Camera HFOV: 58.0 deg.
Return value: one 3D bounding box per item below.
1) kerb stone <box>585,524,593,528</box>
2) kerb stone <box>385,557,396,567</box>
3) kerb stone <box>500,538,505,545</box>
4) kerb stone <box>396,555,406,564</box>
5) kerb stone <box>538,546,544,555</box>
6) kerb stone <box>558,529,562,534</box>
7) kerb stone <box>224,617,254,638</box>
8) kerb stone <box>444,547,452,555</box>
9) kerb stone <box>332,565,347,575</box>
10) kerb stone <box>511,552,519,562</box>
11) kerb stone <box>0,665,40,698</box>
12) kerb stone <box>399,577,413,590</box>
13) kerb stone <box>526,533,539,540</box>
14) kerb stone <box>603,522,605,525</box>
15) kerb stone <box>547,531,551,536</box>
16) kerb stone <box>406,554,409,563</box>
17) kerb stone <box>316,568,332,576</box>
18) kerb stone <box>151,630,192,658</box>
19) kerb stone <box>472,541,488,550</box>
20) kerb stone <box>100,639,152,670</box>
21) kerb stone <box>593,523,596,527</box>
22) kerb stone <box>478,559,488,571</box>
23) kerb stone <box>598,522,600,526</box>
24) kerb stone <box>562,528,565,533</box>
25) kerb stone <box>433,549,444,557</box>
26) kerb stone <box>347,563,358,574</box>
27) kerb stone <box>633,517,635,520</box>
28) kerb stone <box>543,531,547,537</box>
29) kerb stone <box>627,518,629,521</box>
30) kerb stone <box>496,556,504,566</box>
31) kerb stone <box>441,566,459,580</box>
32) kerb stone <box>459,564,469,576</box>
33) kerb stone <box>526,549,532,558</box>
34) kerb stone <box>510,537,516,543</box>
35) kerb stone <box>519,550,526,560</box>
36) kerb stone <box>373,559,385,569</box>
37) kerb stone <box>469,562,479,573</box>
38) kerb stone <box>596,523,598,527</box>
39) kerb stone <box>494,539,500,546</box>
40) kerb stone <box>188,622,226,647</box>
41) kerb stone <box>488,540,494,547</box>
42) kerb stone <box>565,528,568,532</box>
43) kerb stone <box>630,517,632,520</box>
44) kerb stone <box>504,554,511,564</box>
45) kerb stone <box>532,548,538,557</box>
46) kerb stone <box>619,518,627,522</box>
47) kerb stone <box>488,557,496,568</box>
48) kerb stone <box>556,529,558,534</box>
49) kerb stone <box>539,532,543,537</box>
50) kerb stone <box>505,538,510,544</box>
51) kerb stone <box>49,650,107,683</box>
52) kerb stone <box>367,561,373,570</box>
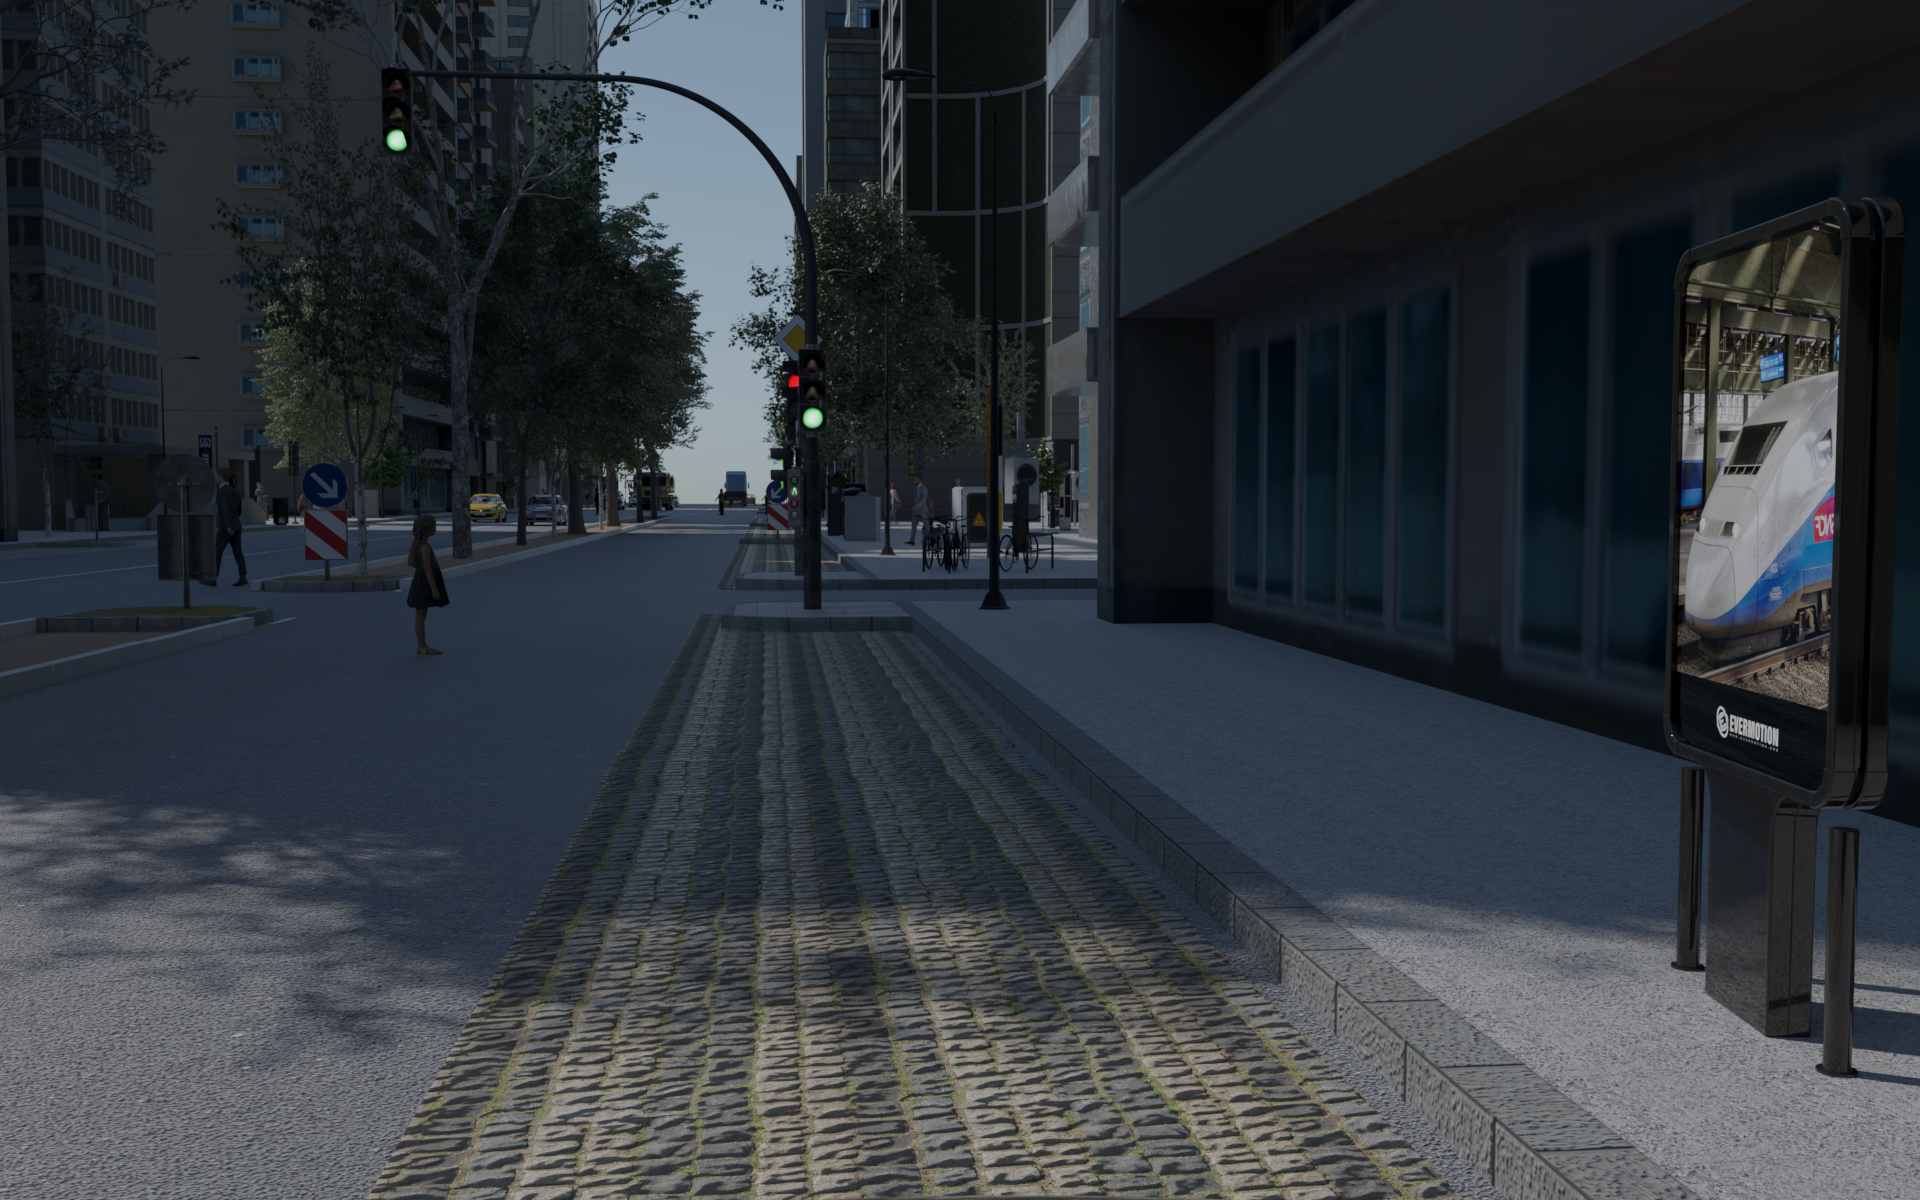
[{"bbox_3d":[-15.657,-3.103,72.925,0.120,0.150,1.000,0,4,-6],"label":"kerb stone"},{"bbox_3d":[-11.356,-0.734,34.204,0.120,0.150,1.000,0,4,-6],"label":"kerb stone"},{"bbox_3d":[-12.945,-1.607,48.477,0.120,0.150,1.000,0,4,-6],"label":"kerb stone"},{"bbox_3d":[-11.477,-0.795,35.225,0.120,0.150,1.000,0,4,-6],"label":"kerb stone"},{"bbox_3d":[-9.960,-1.129,40.655,0.120,0.150,1.000,0,4,-6],"label":"kerb stone"},{"bbox_3d":[-14.411,-2.418,61.725,0.120,0.150,1.000,0,4,-6],"label":"kerb stone"},{"bbox_3d":[-7.405,0.285,17.650,0.120,0.150,1.000,0,4,-6],"label":"kerb stone"},{"bbox_3d":[-12.035,-1.105,40.311,0.120,0.150,1.000,0,4,-6],"label":"kerb stone"},{"bbox_3d":[-10.898,-0.480,30.125,0.120,0.150,1.000,0,4,-6],"label":"kerb stone"},{"bbox_3d":[-9.498,-0.872,36.574,0.120,0.150,1.000,0,4,-6],"label":"kerb stone"},{"bbox_3d":[-6.840,0.591,12.539,0.120,0.150,1.000,0,4,-6],"label":"kerb stone"},{"bbox_3d":[-8.373,-0.256,26.386,0.120,0.150,1.000,0,4,-6],"label":"kerb stone"},{"bbox_3d":[-13.733,-2.040,55.618,0.120,0.150,1.000,0,4,-6],"label":"kerb stone"},{"bbox_3d":[-16.217,-3.413,78.019,0.120,0.150,1.000,0,4,-6],"label":"kerb stone"},{"bbox_3d":[-14.078,-2.231,58.676,0.120,0.150,1.000,0,4,-6],"label":"kerb stone"},{"bbox_3d":[-11.585,-0.855,36.241,0.120,0.150,1.000,0,4,-6],"label":"kerb stone"},{"bbox_3d":[-10.783,-0.422,29.100,0.120,0.150,1.000,0,4,-6],"label":"kerb stone"},{"bbox_3d":[-7.178,0.411,15.608,0.120,0.150,1.000,0,4,-6],"label":"kerb stone"},{"bbox_3d":[-12.594,-1.420,45.411,0.120,0.150,1.000,0,4,-6],"label":"kerb stone"},{"bbox_3d":[-7.071,0.465,14.586,0.120,0.150,1.000,0,4,-6],"label":"kerb stone"},{"bbox_3d":[-15.761,-3.161,73.942,0.120,0.150,1.000,0,4,-6],"label":"kerb stone"},{"bbox_3d":[-9.049,-0.630,32.499,0.120,0.150,1.000,0,4,-6],"label":"kerb stone"},{"bbox_3d":[-15.988,-3.289,75.973,0.120,0.150,1.000,0,4,-6],"label":"kerb stone"},{"bbox_3d":[-14.527,-2.480,62.750,0.120,0.150,1.000,0,4,-6],"label":"kerb stone"},{"bbox_3d":[-11.929,-1.044,39.295,0.120,0.150,1.000,0,4,-6],"label":"kerb stone"},{"bbox_3d":[-11.020,-0.545,31.145,0.120,0.150,1.000,0,4,-6],"label":"kerb stone"},{"bbox_3d":[-18.145,-4.475,95.369,0.120,0.150,1.000,0,4,-6],"label":"kerb stone"},{"bbox_3d":[-13.954,-2.166,57.653,0.120,0.150,1.000,0,4,-6],"label":"kerb stone"},{"bbox_3d":[-17.692,-4.226,91.284,0.120,0.150,1.000,0,4,-6],"label":"kerb stone"},{"bbox_3d":[-9.276,-0.752,34.541,0.120,0.150,1.000,0,4,-6],"label":"kerb stone"},{"bbox_3d":[-8.717,-0.442,29.443,0.120,0.150,1.000,0,4,-6],"label":"kerb stone"},{"bbox_3d":[-8.832,-0.505,30.459,0.120,0.150,1.000,0,4,-6],"label":"kerb stone"},{"bbox_3d":[-9.730,-1.004,38.608,0.120,0.150,1.000,0,4,-6],"label":"kerb stone"},{"bbox_3d":[-13.170,-1.732,50.520,0.120,0.150,1.000,0,4,-6],"label":"kerb stone"},{"bbox_3d":[-9.614,-0.941,37.589,0.120,0.150,1.000,0,4,-6],"label":"kerb stone"},{"bbox_3d":[-11.237,-0.671,33.179,0.120,0.150,1.000,0,4,-6],"label":"kerb stone"},{"bbox_3d":[-8.939,-0.564,31.480,0.120,0.150,1.000,0,4,-6],"label":"kerb stone"},{"bbox_3d":[-15.878,-3.224,74.957,0.120,0.150,1.000,0,4,-6],"label":"kerb stone"},{"bbox_3d":[-12.826,-1.541,47.457,0.120,0.150,1.000,0,4,-6],"label":"kerb stone"},{"bbox_3d":[-7.292,0.344,16.624,0.120,0.150,1.000,0,4,-6],"label":"kerb stone"},{"bbox_3d":[-12.713,-1.483,46.435,0.120,0.150,1.000,0,4,-6],"label":"kerb stone"},{"bbox_3d":[-14.634,-2.543,63.769,0.120,0.150,1.000,0,4,-6],"label":"kerb stone"},{"bbox_3d":[-17.922,-4.348,93.335,0.120,0.150,1.000,0,4,-6],"label":"kerb stone"},{"bbox_3d":[-9.398,-0.817,35.556,0.120,0.150,1.000,0,4,-6],"label":"kerb stone"},{"bbox_3d":[-9.845,-1.066,39.627,0.120,0.150,1.000,0,4,-6],"label":"kerb stone"},{"bbox_3d":[-17.575,-4.163,90.266,0.120,0.150,1.000,0,4,-6],"label":"kerb stone"},{"bbox_3d":[-9.175,-0.691,33.524,0.120,0.150,1.000,0,4,-6],"label":"kerb stone"},{"bbox_3d":[-14.305,-2.356,60.709,0.120,0.150,1.000,0,4,-6],"label":"kerb stone"},{"bbox_3d":[-13.855,-2.105,56.635,0.120,0.150,1.000,0,4,-6],"label":"kerb stone"},{"bbox_3d":[-13.063,-1.670,49.504,0.120,0.150,1.000,0,4,-6],"label":"kerb stone"},{"bbox_3d":[-6.955,0.529,13.570,0.120,0.150,1.000,0,4,-6],"label":"kerb stone"},{"bbox_3d":[-11.122,-0.610,32.161,0.120,0.150,1.000,0,4,-6],"label":"kerb stone"}]
